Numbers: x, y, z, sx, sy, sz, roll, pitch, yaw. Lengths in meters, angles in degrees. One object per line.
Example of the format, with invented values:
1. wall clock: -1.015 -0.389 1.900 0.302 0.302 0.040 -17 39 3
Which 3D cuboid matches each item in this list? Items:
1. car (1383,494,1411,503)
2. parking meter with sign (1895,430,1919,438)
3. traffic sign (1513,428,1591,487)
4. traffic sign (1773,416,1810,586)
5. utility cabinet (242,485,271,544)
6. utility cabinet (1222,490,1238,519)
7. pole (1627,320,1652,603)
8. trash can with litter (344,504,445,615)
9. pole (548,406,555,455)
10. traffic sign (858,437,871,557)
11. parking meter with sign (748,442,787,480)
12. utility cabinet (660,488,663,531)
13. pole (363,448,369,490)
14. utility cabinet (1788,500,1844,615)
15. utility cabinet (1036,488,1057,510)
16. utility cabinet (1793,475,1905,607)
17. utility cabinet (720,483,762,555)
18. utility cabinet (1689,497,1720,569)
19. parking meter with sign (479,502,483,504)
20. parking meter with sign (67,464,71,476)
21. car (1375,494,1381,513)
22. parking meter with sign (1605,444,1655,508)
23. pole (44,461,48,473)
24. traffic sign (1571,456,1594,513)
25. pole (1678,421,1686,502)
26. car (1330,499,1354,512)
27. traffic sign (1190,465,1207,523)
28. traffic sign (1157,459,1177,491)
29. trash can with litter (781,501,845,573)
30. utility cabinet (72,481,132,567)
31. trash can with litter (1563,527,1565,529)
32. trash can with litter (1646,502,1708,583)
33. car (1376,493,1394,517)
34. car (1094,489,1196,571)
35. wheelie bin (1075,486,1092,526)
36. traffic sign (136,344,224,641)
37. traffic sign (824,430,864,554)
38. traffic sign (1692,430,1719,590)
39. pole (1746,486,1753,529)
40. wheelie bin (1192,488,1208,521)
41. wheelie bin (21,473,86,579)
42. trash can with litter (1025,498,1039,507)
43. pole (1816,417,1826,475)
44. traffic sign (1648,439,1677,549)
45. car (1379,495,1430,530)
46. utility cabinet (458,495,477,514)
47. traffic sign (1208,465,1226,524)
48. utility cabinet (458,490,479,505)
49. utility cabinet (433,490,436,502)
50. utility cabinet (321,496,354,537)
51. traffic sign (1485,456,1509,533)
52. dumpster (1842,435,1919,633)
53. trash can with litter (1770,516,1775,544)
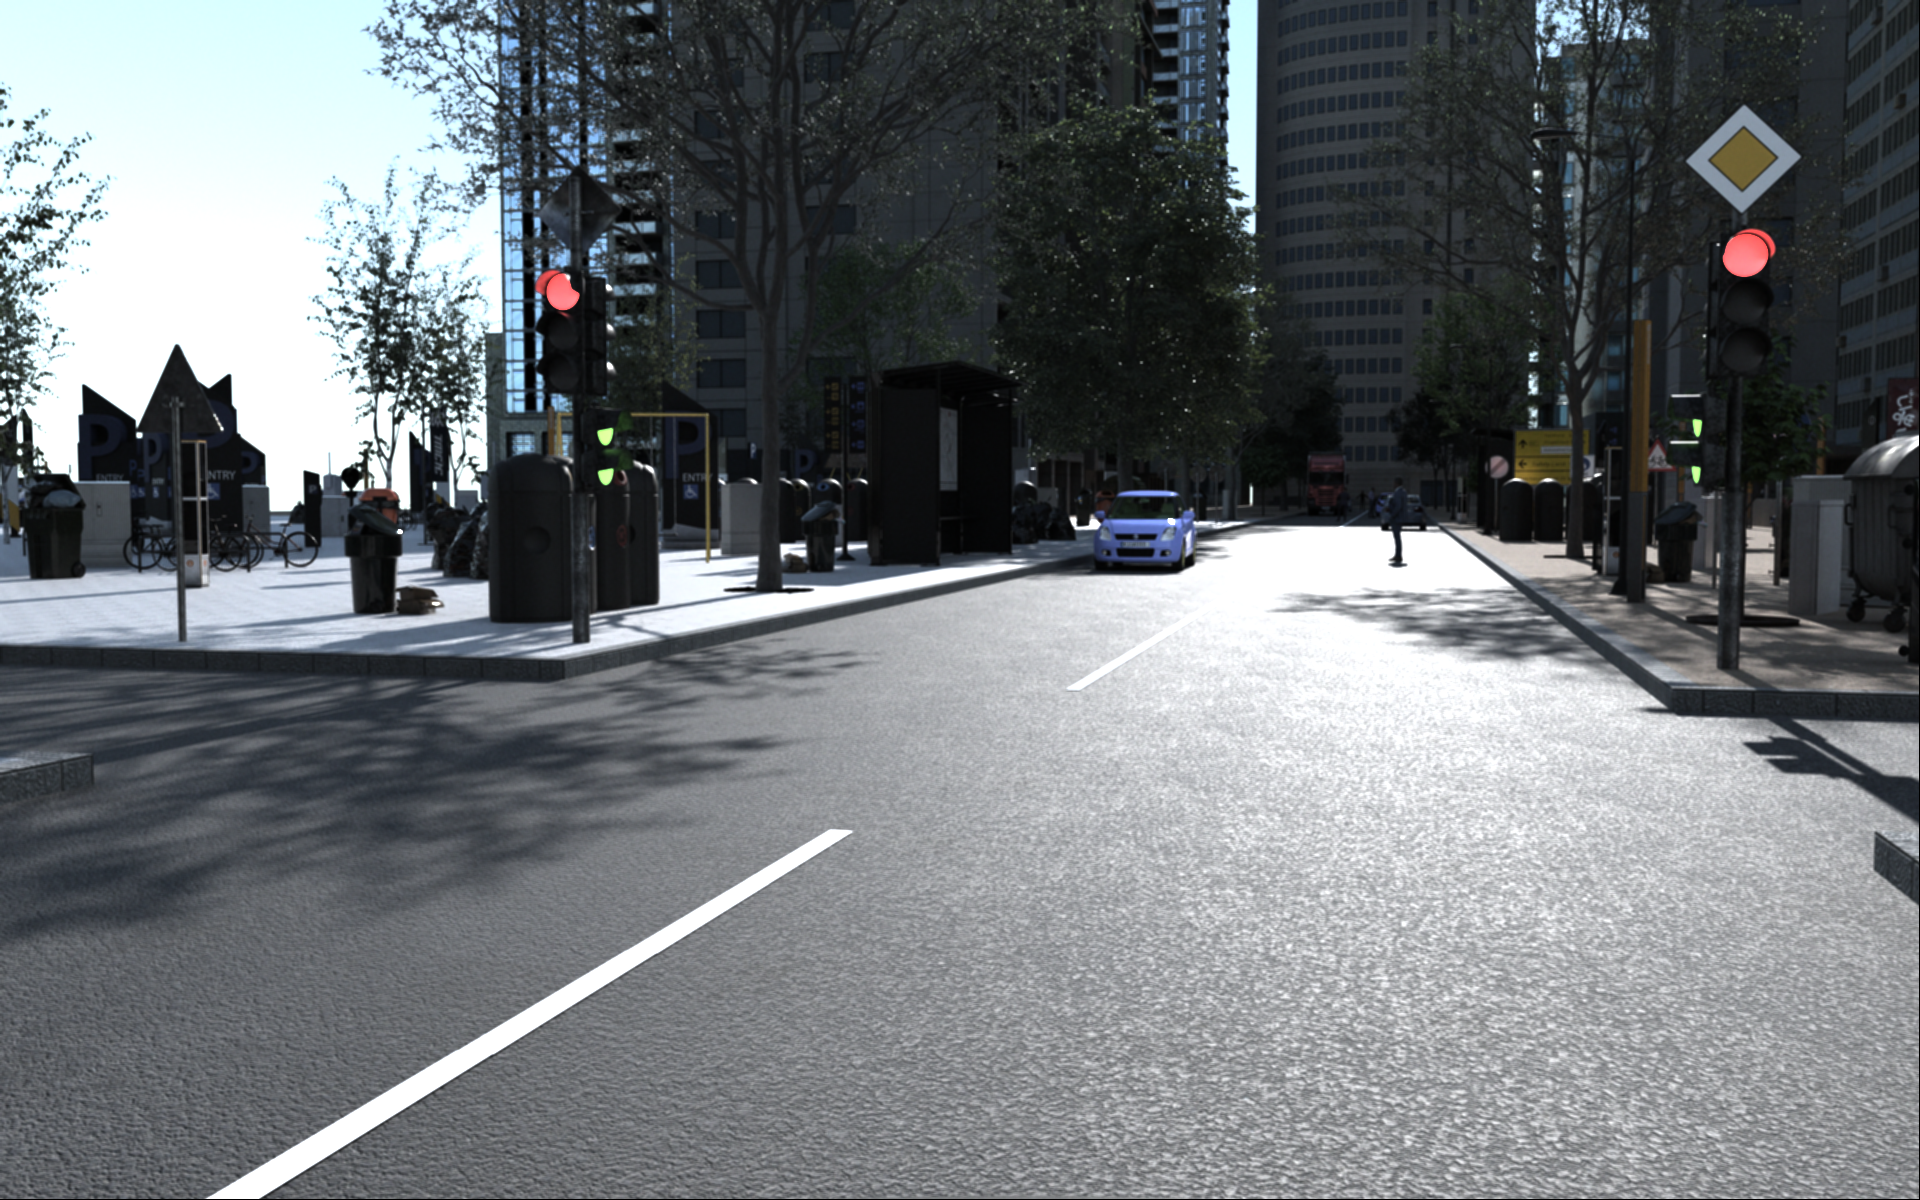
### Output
1. car: 26.131 -5.651 102.616 2.015 1.641 3.980 1 4 13
2. parking meter with sign: 11.677 -1.508 20.924 0.543 3.016 1.738 0 4 0
3. traffic sign: 18.474 -3.685 54.123 2.265 3.308 0.079 1 4 21
4. traffic sign: 11.452 -1.474 24.213 0.768 2.556 0.104 1 4 23
5. utility cabinet: -18.165 -2.163 44.045 0.318 1.500 1.173 3 5 40
6. utility cabinet: 13.604 -4.809 87.309 0.318 1.500 1.173 2 4 33
7. pole: 8.003 -1.624 20.400 0.158 3.312 0.155 0 3 0
8. trash can with litter: -6.089 -0.447 18.702 1.055 1.170 0.624 1 4 14
9. pole: -9.514 -2.846 40.378 0.158 3.312 0.155 0 3 0
10. traffic sign: -1.821 -2.147 35.114 0.884 2.594 0.081 2 4 24
11. parking meter with sign: -6.227 -3.798 58.363 1.738 3.016 0.543 1 4 15
12. utility cabinet: -9.930 -3.086 59.134 0.318 1.500 1.173 0 4 8
13. pole: -26.461 -5.097 77.185 0.158 3.312 0.155 0 3 0
14. utility cabinet: 9.254 -0.464 18.742 0.306 1.237 1.020 3 5 40
15. utility cabinet: 2.681 -3.081 59.057 1.173 1.500 0.318 -1 4 -12
16. utility cabinet: 10.181 -0.683 19.840 0.318 1.500 1.173 -3 5 -42
17. utility cabinet: -4.474 -1.679 36.124 0.318 1.500 1.173 3 4 38
18. utility cabinet: 12.815 -1.147 29.912 0.306 1.237 1.020 2 4 33
19. parking meter with sign: -24.510 -5.800 91.096 1.738 3.016 0.543 -3 5 -44
20. parking meter with sign: -51.939 -6.303 99.310 1.738 3.016 0.543 -3 4 -39
21. car: 32.616 -7.491 132.263 2.009 1.686 4.222 1 4 15
22. parking meter with sign: 23.391 -3.925 60.436 1.738 3.016 0.543 -1 4 -17
23. pole: -55.821 -6.851 105.864 0.158 3.312 0.155 0 3 0
24. traffic sign: 16.256 -2.639 45.277 0.606 2.300 0.079 1 4 16
25. pole: 20.297 -3.357 48.731 0.158 3.312 0.155 0 3 0
26. car: 30.986 -7.881 140.854 2.014 1.417 4.499 1 4 13
27. traffic sign: 10.481 -4.662 76.327 0.768 2.556 0.104 1 4 17
28. traffic sign: 7.582 -3.890 63.708 0.768 2.556 0.104 2 4 24
29. trash can with litter: -2.448 -1.038 28.357 1.055 1.170 0.624 -3 5 -42
30. utility cabinet: -15.042 -1.308 30.068 1.173 1.500 0.318 -2 4 -25
31. trash can with litter: 21.598 -2.999 60.422 1.055 1.170 0.624 -2 4 -29
32. trash can with litter: 10.257 -0.839 25.108 1.055 1.170 0.624 -2 4 -30
33. car: 27.365 -6.162 110.334 1.945 1.707 3.694 1 4 13
34. car: 3.621 -1.469 33.606 1.945 1.707 3.694 1 4 12
35. wheelie bin: 4.973 -3.781 69.721 0.693 1.594 0.980 0 4 2
36. traffic sign: -6.774 -0.918 15.018 0.884 2.594 0.081 1 4 16
37. traffic sign: -2.356 -2.142 35.029 0.884 2.594 0.081 1 4 21
38. traffic sign: 10.137 -1.348 23.218 0.795 2.450 0.064 1 4 20
39. pole: 29.093 -4.276 63.751 0.158 3.312 0.155 0 3 0
40. wheelie bin: 11.616 -4.648 83.906 0.693 1.594 0.980 0 4 -2
41. wheelie bin: -13.784 -1.128 26.359 0.980 1.594 0.693 1 4 17
42. trash can with litter: 2.420 -2.461 51.628 1.055 1.170 0.624 2 4 28
43. pole: 22.711 -3.173 45.722 0.158 3.312 0.155 0 3 0
44. traffic sign: 16.352 -2.488 40.676 0.884 2.594 0.081 1 4 16
45. car: 17.968 -3.550 70.050 2.014 1.417 4.499 1 4 15
46. utility cabinet: -23.527 -4.358 82.422 1.020 1.237 0.306 -1 4 -9
47. traffic sign: 11.174 -4.604 75.377 0.768 2.556 0.104 1 4 17
48. utility cabinet: -25.438 -4.932 89.309 1.173 1.500 0.318 -1 4 -15
49. utility cabinet: -25.388 -4.593 83.782 1.173 1.500 0.318 -3 5 -44
50. utility cabinet: -18.600 -2.472 51.584 1.020 1.237 0.306 -1 4 -21
51. traffic sign: 17.785 -3.506 57.423 0.768 2.556 0.104 1 4 22
52. dumpster: 9.296 -0.657 16.495 1.264 1.857 1.865 1 4 14
53. trash can with litter: 13.249 -0.958 27.054 1.055 1.170 0.624 1 4 17
